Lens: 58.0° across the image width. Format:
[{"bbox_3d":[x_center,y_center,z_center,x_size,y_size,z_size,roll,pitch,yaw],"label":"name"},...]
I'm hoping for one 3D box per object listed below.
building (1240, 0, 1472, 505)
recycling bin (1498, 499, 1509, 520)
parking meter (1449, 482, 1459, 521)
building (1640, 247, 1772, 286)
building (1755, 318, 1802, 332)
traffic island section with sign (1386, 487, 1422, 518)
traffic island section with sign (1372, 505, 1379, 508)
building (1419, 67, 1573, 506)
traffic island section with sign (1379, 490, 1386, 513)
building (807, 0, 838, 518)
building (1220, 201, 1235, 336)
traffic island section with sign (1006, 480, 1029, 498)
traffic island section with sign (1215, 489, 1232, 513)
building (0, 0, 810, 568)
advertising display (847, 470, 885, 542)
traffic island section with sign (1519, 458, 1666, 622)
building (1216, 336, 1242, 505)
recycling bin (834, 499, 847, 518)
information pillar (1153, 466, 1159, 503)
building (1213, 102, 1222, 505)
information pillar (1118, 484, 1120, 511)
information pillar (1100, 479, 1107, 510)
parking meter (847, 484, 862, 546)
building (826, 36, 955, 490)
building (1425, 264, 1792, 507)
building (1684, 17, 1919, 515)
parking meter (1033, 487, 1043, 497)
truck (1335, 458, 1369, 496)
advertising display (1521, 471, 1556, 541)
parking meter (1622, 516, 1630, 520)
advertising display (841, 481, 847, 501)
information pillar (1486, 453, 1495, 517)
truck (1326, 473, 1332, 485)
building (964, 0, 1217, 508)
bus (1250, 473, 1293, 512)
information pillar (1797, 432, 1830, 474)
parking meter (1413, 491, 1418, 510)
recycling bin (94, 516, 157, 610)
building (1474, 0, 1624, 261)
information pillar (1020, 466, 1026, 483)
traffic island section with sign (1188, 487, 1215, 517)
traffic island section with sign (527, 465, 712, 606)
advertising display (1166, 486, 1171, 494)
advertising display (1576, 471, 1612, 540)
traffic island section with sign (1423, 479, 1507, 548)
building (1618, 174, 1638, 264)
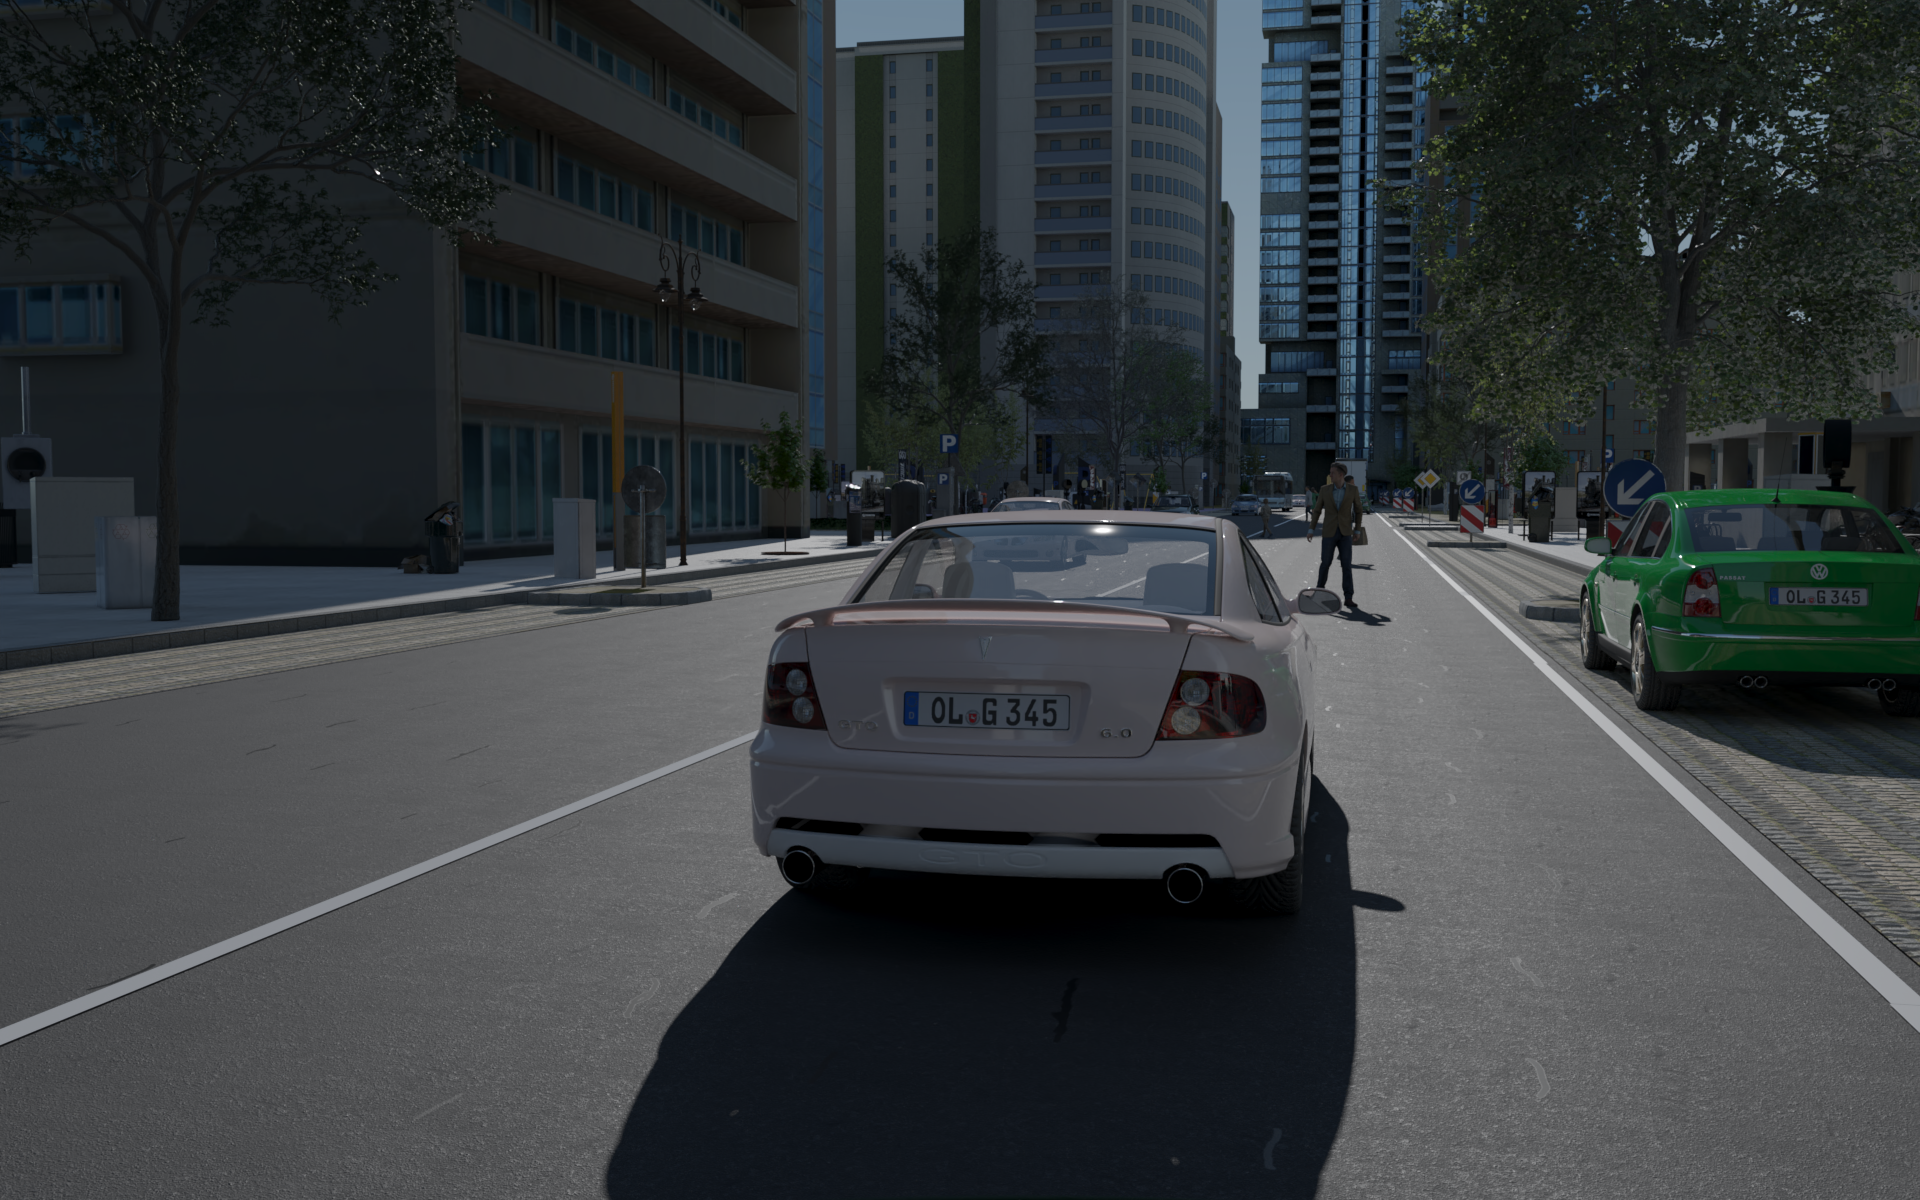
[{"bbox_3d":[54.261,-56.901,242.996,31.000,86.520,22.319,1,4,13],"label":"building"},{"bbox_3d":[27.159,-4.534,86.692,0.722,1.027,0.722,3,5,40],"label":"recycling bin"},{"bbox_3d":[23.177,-4.621,81.270,0.399,1.863,0.255,-2,4,-29],"label":"parking meter"},{"bbox_3d":[88.747,-26.618,206.905,14.107,30.474,14.160,1,4,13],"label":"building"},{"bbox_3d":[108.091,-21.423,195.307,28.899,21.520,27.650,1,4,13],"label":"building"},{"bbox_3d":[26.274,-5.710,101.993,1.989,1.847,2.006,1,4,13],"label":"traffic island section with sign"},{"bbox_3d":[43.379,-10.290,176.868,1.989,1.847,2.006,1,4,13],"label":"traffic island section with sign"},{"bbox_3d":[55.932,-32.523,181.858,14.600,45.320,14.200,1,4,13],"label":"building"},{"bbox_3d":[32.262,-7.318,128.277,1.989,1.847,2.006,1,4,13],"label":"traffic island section with sign"},{"bbox_3d":[-13.644,-25.507,67.148,14.200,45.320,14.600,1,4,13],"label":"building"},{"bbox_3d":[31.274,-34.335,244.968,14.086,41.232,14.154,1,4,13],"label":"building"},{"bbox_3d":[1.601,-2.488,49.312,1.989,1.847,2.006,1,4,13],"label":"traffic island section with sign"},{"bbox_3d":[20.034,-7.422,129.978,1.989,1.847,2.006,1,4,13],"label":"traffic island section with sign"},{"bbox_3d":[-17.086,-25.531,41.141,21.300,48.544,21.600,1,4,13],"label":"building"},{"bbox_3d":[-2.492,-2.534,46.642,0.974,1.923,0.123,-1,4,-22],"label":"advertising display"},{"bbox_3d":[7.554,-0.696,20.011,1.989,1.847,2.006,1,4,13],"label":"traffic island section with sign"},{"bbox_3d":[19.579,-22.698,216.147,28.899,21.520,27.650,1,4,13],"label":"building"},{"bbox_3d":[-4.188,-3.145,63.967,0.722,1.027,0.722,2,4,32],"label":"recycling bin"},{"bbox_3d":[15.950,-9.145,140.871,0.504,3.616,0.183,0,4,-4],"label":"information pillar"},{"bbox_3d":[21.117,-33.024,190.058,14.600,45.320,14.200,1,4,13],"label":"building"},{"bbox_3d":[9.824,-6.331,108.001,0.304,2.012,0.304,0,4,-4],"label":"information pillar"},{"bbox_3d":[7.175,-5.021,86.587,0.304,2.012,0.304,-1,4,-13],"label":"information pillar"},{"bbox_3d":[-2.611,-2.101,42.757,0.372,1.533,0.369,0,3,0],"label":"parking meter"},{"bbox_3d":[-8.650,-41.720,224.127,28.212,58.520,21.231,1,4,13],"label":"building"},{"bbox_3d":[58.063,-19.266,160.039,27.650,21.520,28.899,1,4,13],"label":"building"},{"bbox_3d":[35.219,-21.294,40.035,32.217,40.220,23.993,1,4,13],"label":"building"},{"bbox_3d":[2.987,-3.545,66.376,0.372,1.533,0.369,0,3,0],"label":"parking meter"},{"bbox_3d":[31.944,-9.318,141.266,2.839,4.237,11.283,1,4,13],"label":"truck"},{"bbox_3d":[15.897,-2.592,47.593,0.974,1.923,0.123,-1,4,-13],"label":"advertising display"},{"bbox_3d":[30.309,-4.302,78.746,0.372,1.533,0.369,0,3,0],"label":"parking meter"},{"bbox_3d":[-5.337,-4.783,83.409,0.974,1.923,0.123,2,4,35],"label":"advertising display"},{"bbox_3d":[29.778,-6.483,97.357,0.504,3.616,0.183,0,4,1],"label":"information pillar"},{"bbox_3d":[35.682,-10.118,161.346,3.469,3.379,9.791,1,4,14],"label":"truck"},{"bbox_3d":[13.262,-38.367,169.305,21.231,58.520,28.212,1,4,13],"label":"building"},{"bbox_3d":[26.154,-9.162,144.656,2.948,3.499,13.247,1,4,14],"label":"bus"},{"bbox_3d":[10.265,-0.997,20.792,0.304,2.012,0.304,-1,4,-14],"label":"information pillar"},{"bbox_3d":[36.783,-8.036,139.795,0.372,1.533,0.369,0,3,0],"label":"parking meter"},{"bbox_3d":[-9.366,-0.434,19.658,0.722,1.027,0.722,-2,4,-34],"label":"recycling bin"},{"bbox_3d":[65.054,-54.375,201.701,22.319,86.520,31.000,1,4,13],"label":"building"},{"bbox_3d":[5.176,-9.184,141.517,0.504,3.616,0.183,0,4,-3],"label":"information pillar"},{"bbox_3d":[13.994,-5.810,103.618,1.989,1.847,2.006,1,4,13],"label":"traffic island section with sign"},{"bbox_3d":[-4.404,-0.881,23.032,1.989,1.847,2.006,1,4,13],"label":"traffic island section with sign"},{"bbox_3d":[15.994,-7.868,133.851,0.123,1.923,0.974,3,5,40],"label":"advertising display"},{"bbox_3d":[17.521,-2.610,47.881,0.123,1.923,0.974,-3,5,-44],"label":"advertising display"},{"bbox_3d":[13.643,-2.329,46.701,1.989,1.847,2.006,1,4,13],"label":"traffic island section with sign"},{"bbox_3d":[79.983,-37.571,237.980,21.600,48.544,21.300,1,4,13],"label":"building"}]
